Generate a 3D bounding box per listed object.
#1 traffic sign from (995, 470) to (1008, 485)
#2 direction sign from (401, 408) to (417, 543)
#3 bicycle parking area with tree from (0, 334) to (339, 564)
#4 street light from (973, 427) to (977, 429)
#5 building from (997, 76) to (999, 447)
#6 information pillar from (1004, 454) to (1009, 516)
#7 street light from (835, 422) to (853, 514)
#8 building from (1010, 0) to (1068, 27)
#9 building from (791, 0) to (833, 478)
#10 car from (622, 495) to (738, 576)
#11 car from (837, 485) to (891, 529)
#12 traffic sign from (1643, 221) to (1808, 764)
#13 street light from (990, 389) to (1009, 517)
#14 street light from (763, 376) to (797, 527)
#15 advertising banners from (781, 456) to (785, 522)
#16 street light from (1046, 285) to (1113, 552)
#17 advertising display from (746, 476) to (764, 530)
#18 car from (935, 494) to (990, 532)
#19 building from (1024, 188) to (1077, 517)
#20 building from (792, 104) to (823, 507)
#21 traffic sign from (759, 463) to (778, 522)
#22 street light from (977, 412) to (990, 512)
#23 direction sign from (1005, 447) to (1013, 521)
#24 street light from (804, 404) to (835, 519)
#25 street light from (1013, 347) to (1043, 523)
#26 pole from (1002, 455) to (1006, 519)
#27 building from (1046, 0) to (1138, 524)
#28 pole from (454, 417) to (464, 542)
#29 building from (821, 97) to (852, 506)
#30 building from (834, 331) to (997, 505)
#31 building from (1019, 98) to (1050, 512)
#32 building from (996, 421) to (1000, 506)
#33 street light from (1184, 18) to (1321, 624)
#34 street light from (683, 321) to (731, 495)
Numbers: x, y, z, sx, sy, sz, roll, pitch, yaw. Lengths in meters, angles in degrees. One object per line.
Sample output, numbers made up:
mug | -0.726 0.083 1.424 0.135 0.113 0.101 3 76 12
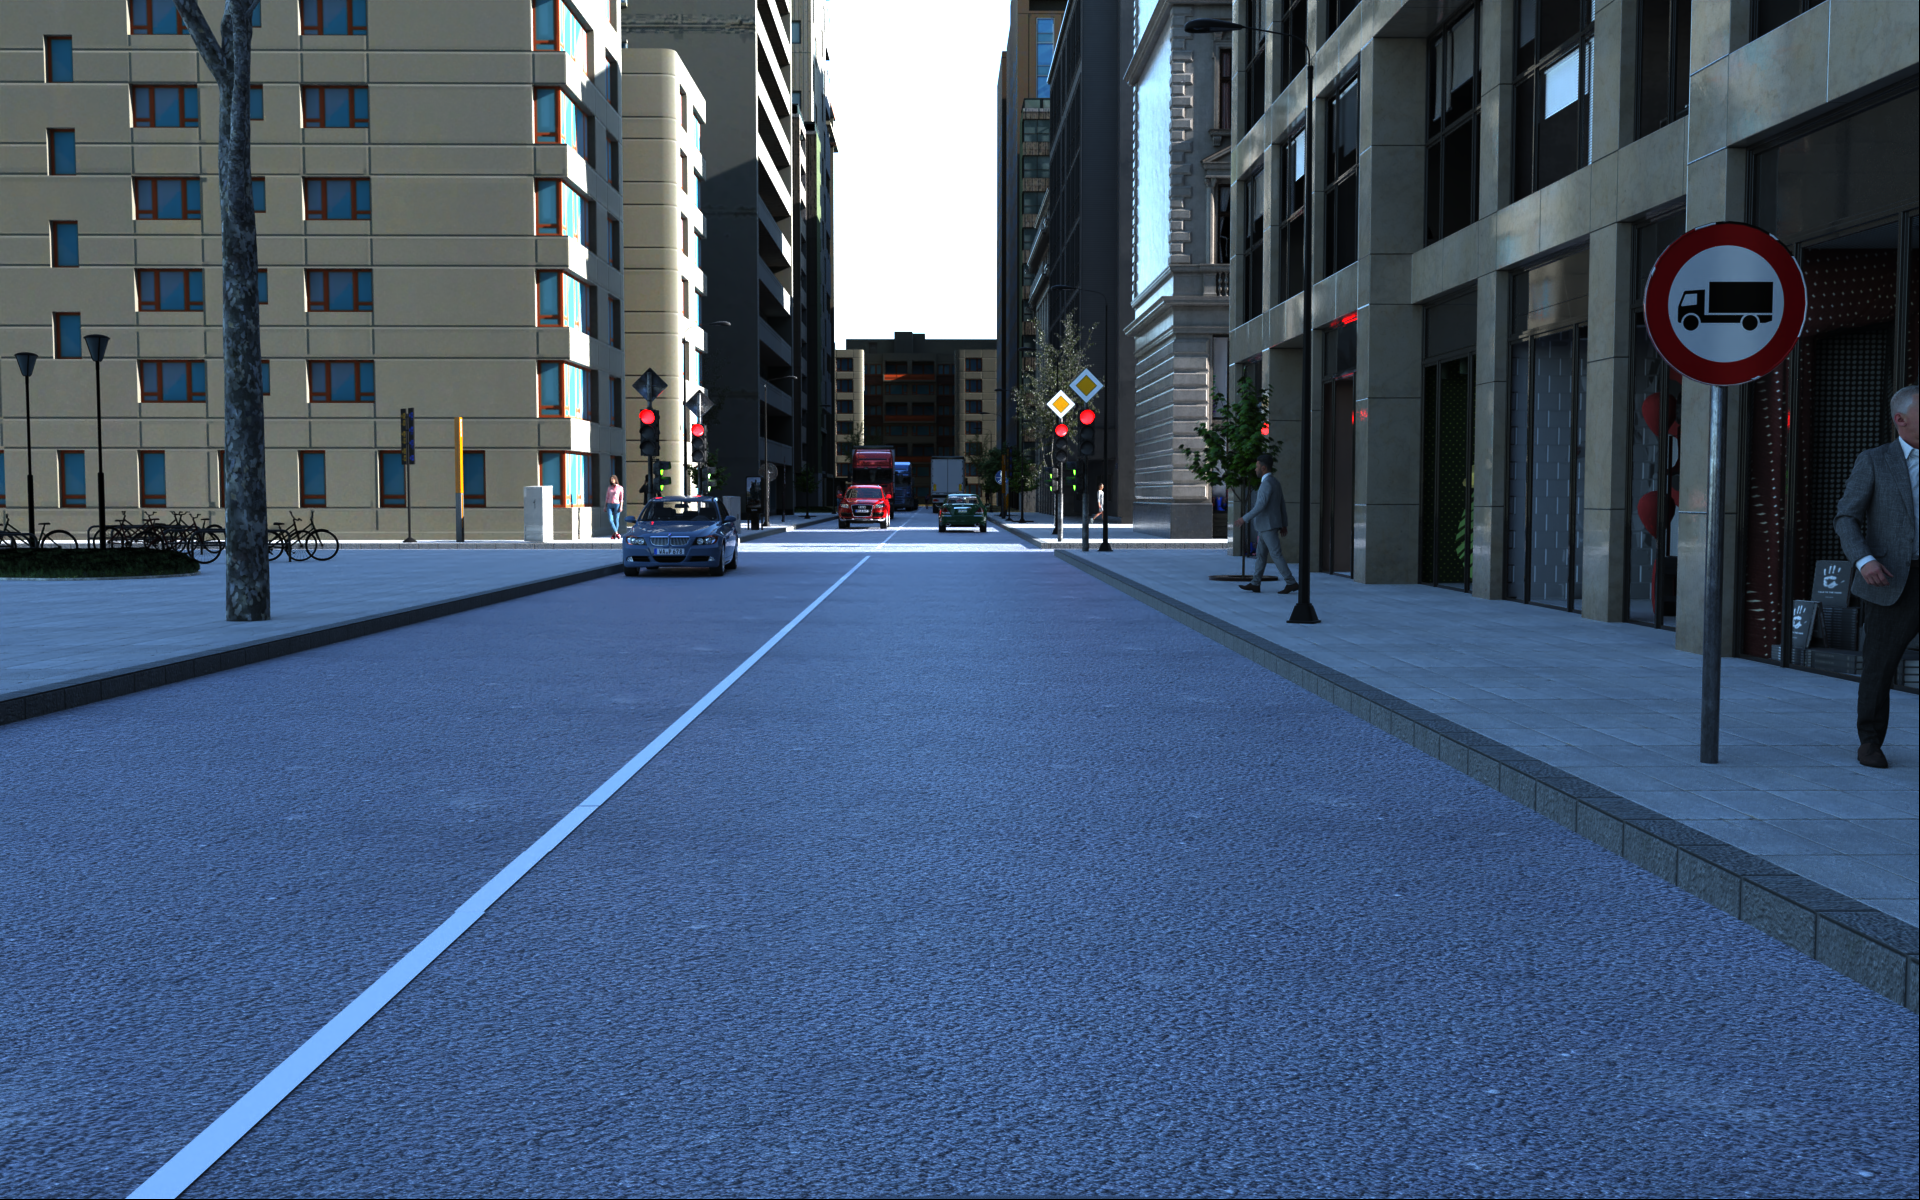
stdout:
traffic sign | 2.250 -5.624 92.052 0.768 2.556 0.104 1 4 9
direction sign | -14.580 -3.291 45.798 0.379 3.537 0.876 -3 4 -39
bicycle parking area with tree | -17.091 -2.833 33.330 9.016 4.147 8.231 -2 4 -27
street light | 1.627 -9.068 120.803 1.470 5.913 1.316 0 4 -1
building | 10.814 -31.979 172.965 14.600 45.320 14.200 0 4 -1
information pillar | 2.702 -6.705 100.989 0.183 3.616 0.504 -1 4 -22
street light | -7.569 -8.493 111.396 1.470 5.913 1.316 0 4 -1
building | 11.388 -31.046 157.719 14.600 45.320 14.200 0 4 -1
building | -25.159 -34.203 148.464 28.713 52.752 27.495 0 4 -1
car | -5.075 -1.212 31.819 2.014 1.417 4.499 0 4 -3
car | -4.024 -3.945 73.177 2.281 1.827 5.304 0 4 -1
traffic sign | 3.581 -0.495 8.200 0.768 2.556 0.104 0 4 0
street light | 2.212 -6.354 76.430 1.470 5.913 1.316 0 4 -1
street light | -7.110 -5.854 68.250 1.470 5.913 1.316 0 4 -1
advertising banners | -8.133 -5.120 79.902 0.090 3.025 2.074 0 4 -2
street light | 2.716 -4.043 38.643 1.470 5.913 1.316 0 4 -1
advertising display | -7.339 -3.473 61.990 0.123 1.923 0.974 -3 5 -42
car | 0.106 -3.345 66.490 2.131 1.459 4.920 0 4 0
building | 11.303 -16.396 109.867 13.314 21.916 24.055 0 4 -1
building | -17.756 -21.821 128.473 14.160 30.474 14.107 0 4 -1
traffic sign | -7.804 -4.303 70.467 0.768 2.556 0.104 0 4 1
street light | 1.833 -7.691 98.293 1.470 5.913 1.316 0 4 -1
direction sign | 2.364 -5.574 83.136 0.379 3.537 0.876 -1 4 -15
street light | -7.387 -7.171 89.788 1.470 5.913 1.316 0 4 -1
street light | 2.540 -5.037 54.893 1.470 5.913 1.316 0 4 -1
pole | 2.266 -5.875 89.895 0.158 3.312 0.155 0 3 0
building | 12.080 -17.842 85.232 14.314 27.812 24.014 0 4 -1
pole | -13.316 -3.193 46.057 0.158 3.312 0.155 0 3 0
building | -26.022 -32.365 183.788 28.867 44.769 22.147 0 4 -1
building | -6.265 -22.990 220.919 28.899 21.520 27.650 0 4 -1
building | 11.367 -21.906 129.869 14.160 30.474 14.107 0 4 -1
building | 10.933 -25.508 188.752 14.160 30.474 14.107 0 4 -1
street light | 2.889 -2.726 17.104 1.470 5.913 1.316 0 4 -1
street light | -6.870 -4.536 46.712 1.470 5.913 1.316 0 4 -1
